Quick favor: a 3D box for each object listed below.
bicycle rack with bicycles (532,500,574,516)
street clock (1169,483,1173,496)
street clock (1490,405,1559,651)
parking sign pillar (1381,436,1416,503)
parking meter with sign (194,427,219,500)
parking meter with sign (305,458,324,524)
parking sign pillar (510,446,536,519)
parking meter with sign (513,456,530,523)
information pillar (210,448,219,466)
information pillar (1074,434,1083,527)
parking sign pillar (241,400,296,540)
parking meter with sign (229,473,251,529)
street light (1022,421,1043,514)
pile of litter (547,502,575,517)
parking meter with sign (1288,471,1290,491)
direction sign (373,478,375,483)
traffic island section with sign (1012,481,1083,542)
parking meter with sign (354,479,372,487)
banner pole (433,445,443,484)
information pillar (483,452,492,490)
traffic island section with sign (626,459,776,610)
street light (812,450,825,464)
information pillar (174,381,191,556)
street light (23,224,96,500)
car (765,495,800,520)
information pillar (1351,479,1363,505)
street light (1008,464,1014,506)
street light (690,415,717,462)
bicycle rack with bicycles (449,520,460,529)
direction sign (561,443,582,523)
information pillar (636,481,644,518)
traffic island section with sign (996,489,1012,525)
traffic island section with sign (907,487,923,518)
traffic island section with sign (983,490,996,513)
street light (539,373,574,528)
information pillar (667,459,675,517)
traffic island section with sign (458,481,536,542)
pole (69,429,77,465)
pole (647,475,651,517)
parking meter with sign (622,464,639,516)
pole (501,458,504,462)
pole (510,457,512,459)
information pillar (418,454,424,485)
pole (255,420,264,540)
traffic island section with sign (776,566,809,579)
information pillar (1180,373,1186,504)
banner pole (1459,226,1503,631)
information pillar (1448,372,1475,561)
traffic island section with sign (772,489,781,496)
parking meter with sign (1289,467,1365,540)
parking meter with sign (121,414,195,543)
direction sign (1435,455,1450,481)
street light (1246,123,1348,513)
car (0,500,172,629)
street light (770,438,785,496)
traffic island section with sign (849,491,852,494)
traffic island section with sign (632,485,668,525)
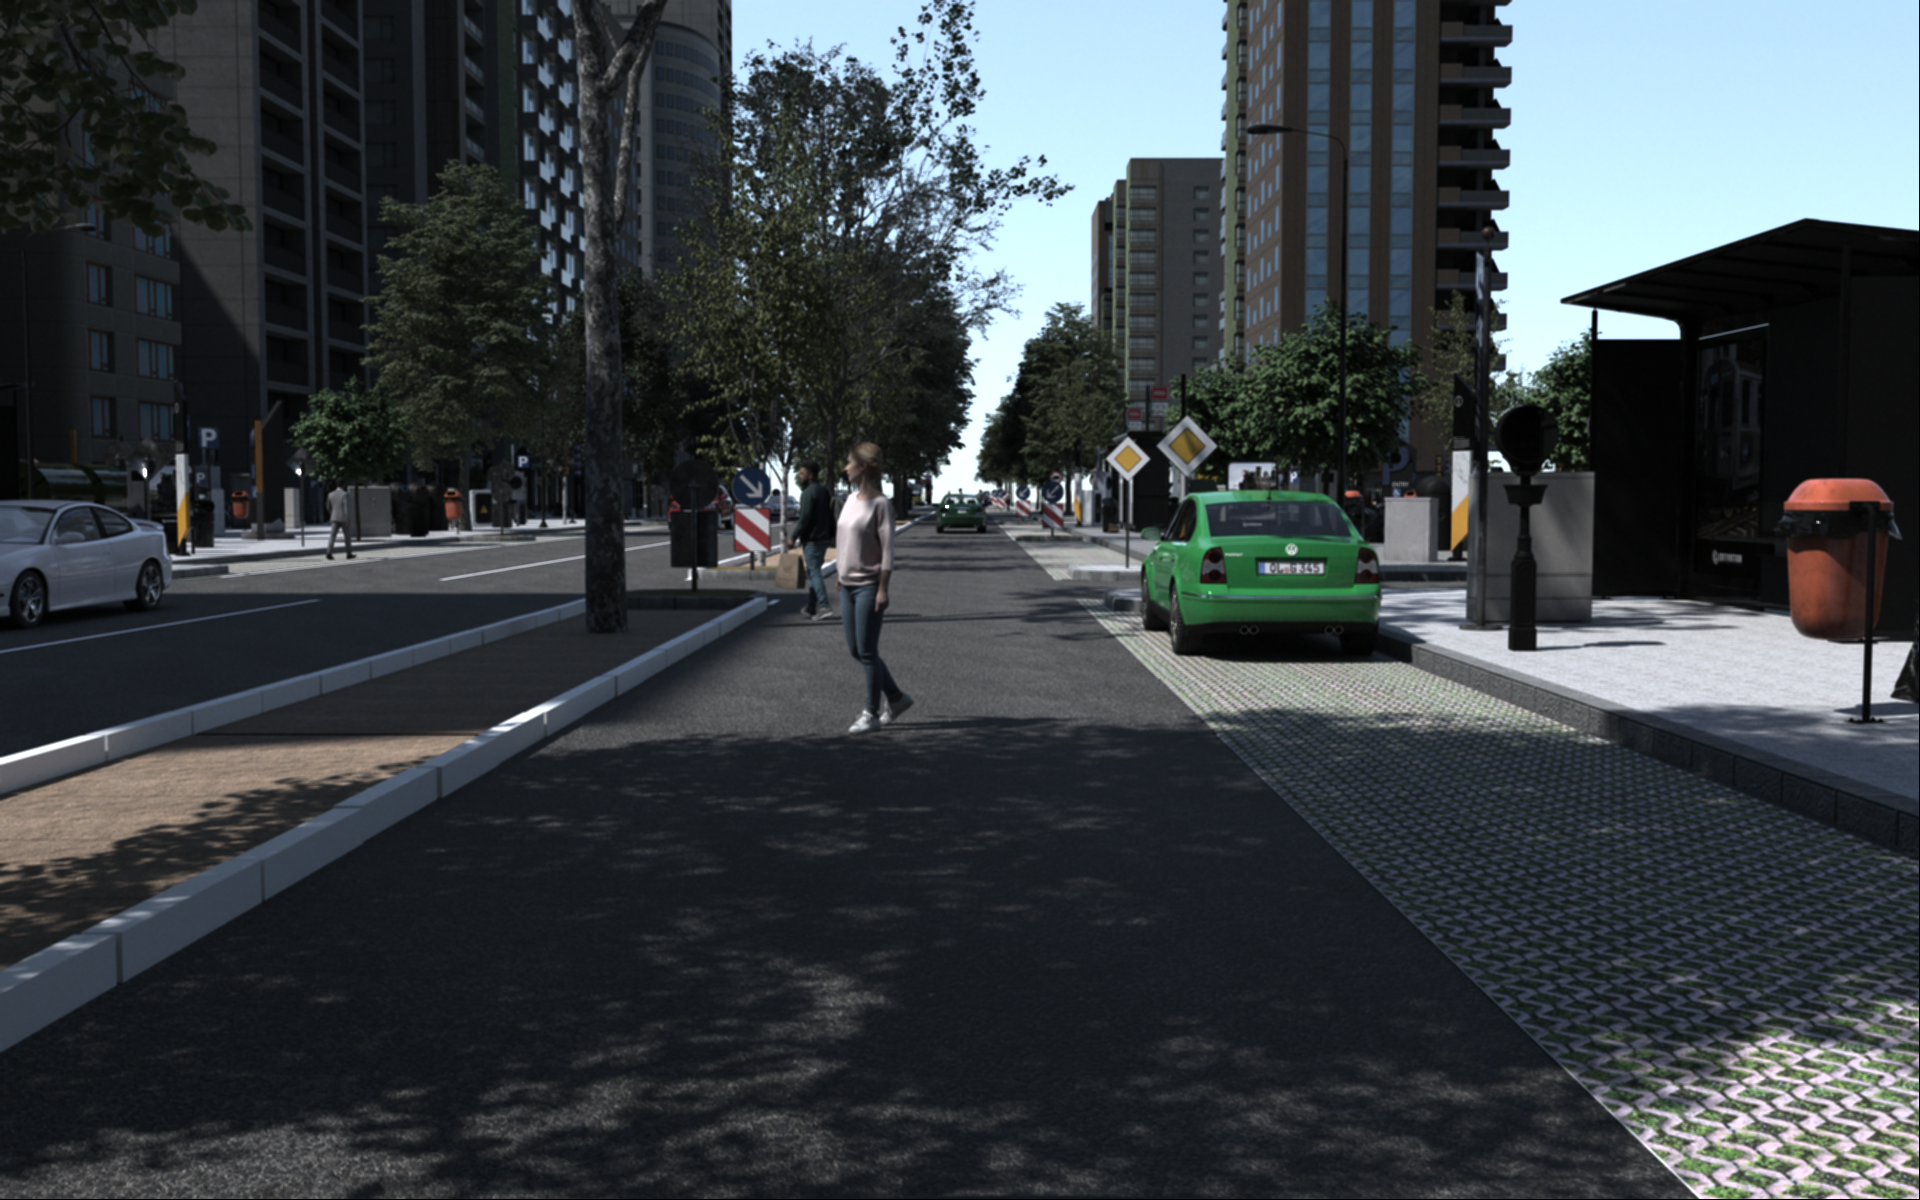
[{"bbox_3d":[-24.589,-5.489,103.127,2.925,0.926,2.852,0,4,-4],"label":"bicycle rack with bicycles"},{"bbox_3d":[8.614,-4.130,72.096,0.471,2.002,0.358,-1,4,-20],"label":"street clock"},{"bbox_3d":[4.619,-0.587,14.171,0.471,2.002,0.358,0,4,6],"label":"street clock"},{"bbox_3d":[17.700,-4.979,69.885,1.447,3.967,1.447,3,4,36],"label":"parking sign pillar"},{"bbox_3d":[-20.253,-3.038,45.939,1.738,3.016,0.543,3,5,44],"label":"parking meter with sign"},{"bbox_3d":[-27.659,-4.775,74.330,0.543,3.016,1.738,0,4,-4],"label":"parking meter with sign"},{"bbox_3d":[-23.162,-6.295,91.389,1.447,3.967,1.447,3,4,37],"label":"parking sign pillar"},{"bbox_3d":[-19.735,-4.988,77.811,0.543,3.016,1.738,0,4,-5],"label":"parking meter with sign"},{"bbox_3d":[-32.430,-5.130,75.224,0.183,3.616,0.504,3,5,40],"label":"information pillar"},{"bbox_3d":[4.654,-4.694,68.094,0.183,3.616,0.504,-2,4,-25],"label":"information pillar"},{"bbox_3d":[-19.732,-3.721,49.311,1.447,3.967,1.447,0,4,3],"label":"parking sign pillar"},{"bbox_3d":[-26.707,-4.161,64.295,1.738,3.016,0.543,-2,4,-29],"label":"parking meter with sign"},{"bbox_3d":[4.640,-8.386,109.644,1.470,5.913,1.316,0,4,0],"label":"street light"},{"bbox_3d":[-22.785,-5.188,98.783,1.719,0.858,1.176,1,4,10],"label":"pile of litter"},{"bbox_3d":[8.633,-2.899,43.658,1.738,3.016,0.543,-2,4,-31],"label":"parking meter with sign"},{"bbox_3d":[-26.258,-5.237,77.616,0.379,3.537,0.876,0,4,-3],"label":"direction sign"},{"bbox_3d":[2.677,-2.694,52.680,1.989,1.847,2.006,0,4,0],"label":"traffic island section with sign"},{"bbox_3d":[-27.257,-5.067,79.100,1.738,3.016,0.543,0,4,0],"label":"parking meter with sign"},{"bbox_3d":[-25.906,-5.880,86.156,0.863,3.779,0.401,2,4,35],"label":"banner pole"},{"bbox_3d":[-25.884,-6.334,94.922,0.504,3.616,0.183,-1,4,-20],"label":"information pillar"},{"bbox_3d":[-3.519,-0.864,22.267,2.006,1.907,1.989,0,4,0],"label":"traffic island section with sign"},{"bbox_3d":[-14.928,-12.604,178.619,1.470,5.913,1.316,0,4,0],"label":"street light"},{"bbox_3d":[-16.081,-2.719,35.803,0.183,3.616,0.504,-3,5,-45],"label":"information pillar"},{"bbox_3d":[-15.542,-3.509,29.921,1.470,5.913,1.316,0,4,0],"label":"street light"},{"bbox_3d":[-9.937,-5.133,96.294,2.083,1.381,4.827,0,4,0],"label":"car"},{"bbox_3d":[13.313,-3.276,58.058,0.304,2.012,0.304,-1,4,-13],"label":"information pillar"},{"bbox_3d":[4.710,-10.603,145.894,1.470,5.913,1.316,0,4,0],"label":"street light"},{"bbox_3d":[-15.243,-7.888,101.505,1.470,5.913,1.316,0,4,0],"label":"street light"},{"bbox_3d":[-19.440,-3.089,63.882,2.852,0.926,2.925,0,4,7],"label":"bicycle rack with bicycles"},{"bbox_3d":[-17.152,-5.171,76.542,0.876,3.537,0.379,0,4,0],"label":"direction sign"},{"bbox_3d":[-17.346,-5.465,93.836,0.304,2.012,0.304,-3,4,-36],"label":"information pillar"},{"bbox_3d":[2.782,-4.356,79.847,1.989,1.847,2.006,0,4,0],"label":"traffic island section with sign"},{"bbox_3d":[-3.219,-5.913,104.813,2.006,1.907,1.989,0,4,0],"label":"traffic island section with sign"},{"bbox_3d":[2.948,-7.419,129.930,1.989,1.847,2.006,0,4,0],"label":"traffic island section with sign"},{"bbox_3d":[-15.362,-5.713,65.950,1.470,5.913,1.316,0,4,0],"label":"street light"},{"bbox_3d":[-16.061,-6.417,96.265,0.504,3.616,0.183,2,4,35],"label":"information pillar"},{"bbox_3d":[-13.997,-2.687,52.564,1.989,1.847,2.006,0,4,0],"label":"traffic island section with sign"},{"bbox_3d":[-27.761,-3.697,54.281,0.158,3.312,0.155,0,3,0],"label":"pole"},{"bbox_3d":[-17.072,-6.184,94.954,0.158,3.312,0.155,0,3,0],"label":"pole"},{"bbox_3d":[-19.359,-6.342,99.948,0.543,3.016,1.738,3,5,42],"label":"parking meter with sign"},{"bbox_3d":[-25.983,-6.399,98.461,0.158,3.312,0.155,0,3,0],"label":"pole"},{"bbox_3d":[-24.394,-6.150,94.393,0.158,3.312,0.155,0,3,0],"label":"pole"},{"bbox_3d":[-28.366,-6.105,91.172,0.504,3.616,0.183,3,5,42],"label":"information pillar"},{"bbox_3d":[-19.451,-3.318,48.085,0.158,3.312,0.155,0,3,0],"label":"pole"},{"bbox_3d":[-3.482,-1.317,29.675,2.006,1.907,1.989,0,4,0],"label":"traffic island section with sign"},{"bbox_3d":[4.363,-2.599,33.848,0.183,3.616,0.504,1,4,9],"label":"information pillar"},{"bbox_3d":[4.841,-1.596,16.110,0.401,3.779,0.863,2,4,26],"label":"banner pole"},{"bbox_3d":[9.622,-2.558,33.185,0.183,3.616,0.504,-2,4,-28],"label":"information pillar"},{"bbox_3d":[-13.712,-7.391,129.470,1.989,1.847,2.006,0,4,0],"label":"traffic island section with sign"},{"bbox_3d":[9.055,-2.825,42.452,1.738,3.016,0.543,0,4,7],"label":"parking meter with sign"},{"bbox_3d":[-17.797,-2.546,37.890,1.738,3.016,0.543,0,4,4],"label":"parking meter with sign"},{"bbox_3d":[27.955,-6.625,100.317,0.876,3.537,0.379,2,4,32],"label":"direction sign"},{"bbox_3d":[4.291,-3.017,21.873,1.470,5.913,1.316,0,4,0],"label":"street light"},{"bbox_3d":[-10.808,-0.459,19.864,2.083,1.381,4.827,0,4,0],"label":"car"},{"bbox_3d":[-15.101,-10.411,142.755,1.470,5.913,1.316,0,4,0],"label":"street light"},{"bbox_3d":[-13.426,-12.422,211.723,1.989,1.847,2.006,0,4,0],"label":"traffic island section with sign"},{"bbox_3d":[-13.909,-4.336,79.519,1.989,1.847,2.006,0,4,0],"label":"traffic island section with sign"}]
